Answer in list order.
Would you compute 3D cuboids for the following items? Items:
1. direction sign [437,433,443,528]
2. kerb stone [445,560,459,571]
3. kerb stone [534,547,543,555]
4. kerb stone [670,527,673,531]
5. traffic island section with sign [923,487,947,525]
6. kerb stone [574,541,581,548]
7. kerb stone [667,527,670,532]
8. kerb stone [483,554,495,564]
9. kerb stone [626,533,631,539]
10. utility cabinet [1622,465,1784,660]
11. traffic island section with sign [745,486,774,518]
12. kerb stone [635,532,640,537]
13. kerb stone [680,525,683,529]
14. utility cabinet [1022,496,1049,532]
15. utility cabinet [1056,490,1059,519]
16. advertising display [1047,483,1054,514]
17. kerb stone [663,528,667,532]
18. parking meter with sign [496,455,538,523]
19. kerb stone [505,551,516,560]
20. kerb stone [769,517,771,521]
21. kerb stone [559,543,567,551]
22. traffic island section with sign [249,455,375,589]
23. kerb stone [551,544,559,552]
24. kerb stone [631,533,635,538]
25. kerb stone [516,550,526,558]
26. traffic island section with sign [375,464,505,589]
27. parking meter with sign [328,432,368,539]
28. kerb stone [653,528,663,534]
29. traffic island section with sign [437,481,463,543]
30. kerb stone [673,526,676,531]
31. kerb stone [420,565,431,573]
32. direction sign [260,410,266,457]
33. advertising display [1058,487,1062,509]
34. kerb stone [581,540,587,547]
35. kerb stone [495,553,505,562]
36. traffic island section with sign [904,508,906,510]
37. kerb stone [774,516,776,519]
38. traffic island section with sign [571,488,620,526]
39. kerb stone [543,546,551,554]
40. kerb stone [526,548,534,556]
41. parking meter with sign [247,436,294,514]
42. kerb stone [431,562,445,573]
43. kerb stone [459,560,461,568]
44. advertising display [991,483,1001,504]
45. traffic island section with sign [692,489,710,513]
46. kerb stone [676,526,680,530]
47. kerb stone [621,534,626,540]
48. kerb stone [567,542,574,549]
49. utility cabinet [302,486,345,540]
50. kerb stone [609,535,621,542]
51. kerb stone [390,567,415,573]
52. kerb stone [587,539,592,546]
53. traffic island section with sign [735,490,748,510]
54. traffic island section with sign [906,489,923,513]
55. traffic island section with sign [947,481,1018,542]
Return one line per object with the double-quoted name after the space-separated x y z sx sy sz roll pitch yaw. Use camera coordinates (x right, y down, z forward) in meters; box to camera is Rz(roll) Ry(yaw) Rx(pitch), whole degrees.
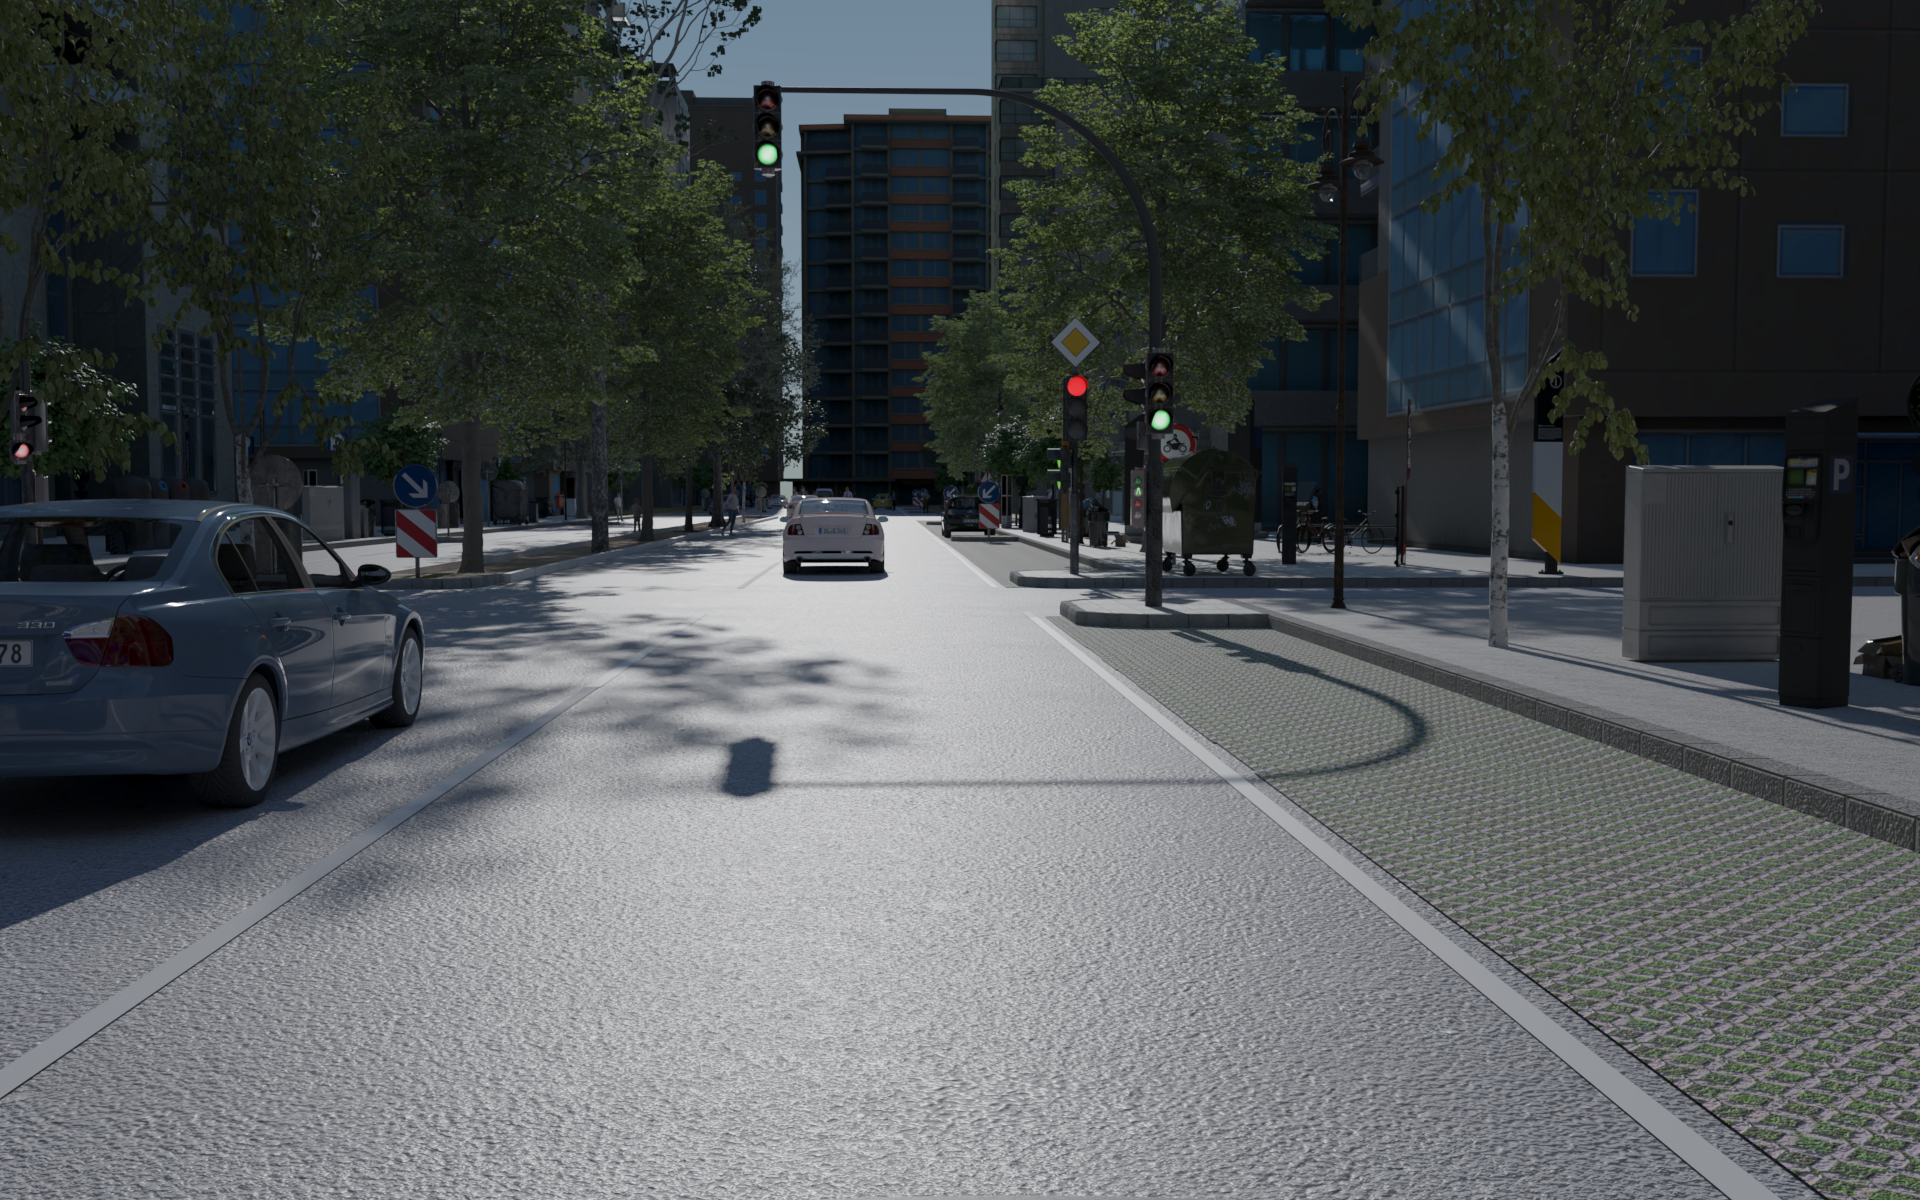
-19.410 -4.444 64.650 0.379 3.537 0.876 -2 4 -27 "direction sign"
-9.614 -0.626 32.423 0.120 0.150 1.000 0 4 -3 "kerb stone"
-9.997 -1.126 40.608 0.120 0.150 1.000 0 4 -3 "kerb stone"
-11.182 -2.693 66.219 0.120 0.150 1.000 0 4 -3 "kerb stone"
-0.556 -4.369 80.067 1.989 1.847 2.006 0 4 -3 "traffic island section with sign"
-10.227 -1.439 45.728 0.120 0.150 1.000 0 4 -3 "kerb stone"
-11.127 -2.629 65.186 0.120 0.150 1.000 0 4 -3 "kerb stone"
-9.759 -0.812 35.503 0.120 0.150 1.000 0 4 -3 "kerb stone"
-10.659 -2.001 54.947 0.120 0.150 1.000 0 4 -3 "kerb stone"
5.731 -0.282 13.282 1.173 1.500 0.318 0 4 -4 "utility cabinet"
-11.778 -5.744 102.043 2.006 1.907 1.989 0 4 -3 "traffic island section with sign"
-10.749 -2.126 56.989 0.120 0.150 1.000 0 4 -3 "kerb stone"
-11.316 -2.880 69.291 0.120 0.150 1.000 0 4 -3 "kerb stone"
2.530 -2.879 58.226 0.306 1.237 1.020 -3 4 -38 "utility cabinet"
5.436 -4.807 87.272 1.173 1.500 0.318 2 4 28 "utility cabinet"
5.260 -5.837 100.643 0.123 1.923 0.974 -1 4 -15 "advertising display"
-11.077 -2.564 64.163 0.120 0.150 1.000 0 4 -3 "kerb stone"
-19.779 -4.967 77.466 1.738 3.016 0.543 0 4 2 "parking meter with sign"
-9.849 -0.939 37.545 0.120 0.150 1.000 0 4 -3 "kerb stone"
-10.260 -4.261 91.861 0.120 0.150 1.000 0 4 -3 "kerb stone"
-10.135 -1.314 43.680 0.120 0.150 1.000 0 4 -3 "kerb stone"
-7.969 -0.700 19.585 2.006 1.907 1.989 0 4 -3 "traffic island section with sign"
-10.088 -1.252 42.658 0.120 0.150 1.000 0 4 -3 "kerb stone"
-10.703 -2.066 55.968 0.120 0.150 1.000 0 4 -3 "kerb stone"
-9.893 -1.001 38.567 0.120 0.150 1.000 0 4 -3 "kerb stone"
-8.301 -1.153 26.984 2.006 1.907 1.989 0 4 -3 "traffic island section with sign"
-17.530 -3.272 49.753 0.543 3.016 1.738 0 4 2 "parking meter with sign"
-11.029 -2.504 63.139 0.120 0.150 1.000 0 4 -3 "kerb stone"
-15.332 -2.630 51.635 1.989 1.847 2.006 0 4 -3 "traffic island section with sign"
-11.226 -2.756 67.248 0.120 0.150 1.000 0 4 -3 "kerb stone"
-9.522 -0.500 30.373 0.120 0.150 1.000 0 4 -3 "kerb stone"
-18.866 -3.361 46.948 0.379 3.537 0.876 -1 4 -15 "direction sign"
4.598 -4.547 79.564 0.123 1.923 0.974 0 4 -1 "advertising display"
-10.285 -1.498 46.761 0.120 0.150 1.000 0 4 -3 "kerb stone"
-9.809 -0.876 36.524 0.120 0.150 1.000 0 4 -3 "kerb stone"
-4.089 -9.051 156.607 1.989 1.847 2.006 0 4 -3 "traffic island section with sign"
-10.449 -4.511 95.953 0.120 0.150 1.000 0 4 -3 "kerb stone"
-16.597 -4.312 79.132 1.989 1.847 2.006 0 4 -3 "traffic island section with sign"
-10.039 -1.189 41.632 0.120 0.150 1.000 0 4 -3 "kerb stone"
-9.946 -1.064 39.587 0.120 0.150 1.000 0 4 -3 "kerb stone"
-21.153 -3.465 52.909 0.543 3.016 1.738 1 4 22 "parking meter with sign"
-9.569 -0.563 31.402 0.120 0.150 1.000 0 4 -3 "kerb stone"
-9.659 -0.688 33.448 0.120 0.150 1.000 0 4 -3 "kerb stone"
1.840 -4.505 78.866 0.974 1.923 0.123 2 4 34 "advertising display"
-18.897 -7.344 128.709 1.989 1.847 2.006 0 4 -3 "traffic island section with sign"
-11.273 -2.818 68.269 0.120 0.150 1.000 0 4 -3 "kerb stone"
-10.608 -1.941 53.924 0.120 0.150 1.000 0 4 -3 "kerb stone"
-10.180 -1.373 44.701 0.120 0.150 1.000 0 4 -3 "kerb stone"
-17.386 -2.363 47.322 0.318 1.500 1.173 2 4 28 "utility cabinet"
-10.564 -1.875 52.901 0.120 0.150 1.000 0 4 -3 "kerb stone"
-9.480 -0.436 29.339 0.120 0.150 1.000 0 4 -3 "kerb stone"
-10.320 -1.565 47.788 0.120 0.150 1.000 0 4 -3 "kerb stone"
-20.130 -8.991 155.636 1.989 1.847 2.006 0 4 -3 "traffic island section with sign"
-2.842 -7.404 129.681 1.989 1.847 2.006 0 4 -3 "traffic island section with sign"
0.726 -2.682 52.477 1.989 1.847 2.006 0 4 -3 "traffic island section with sign"
